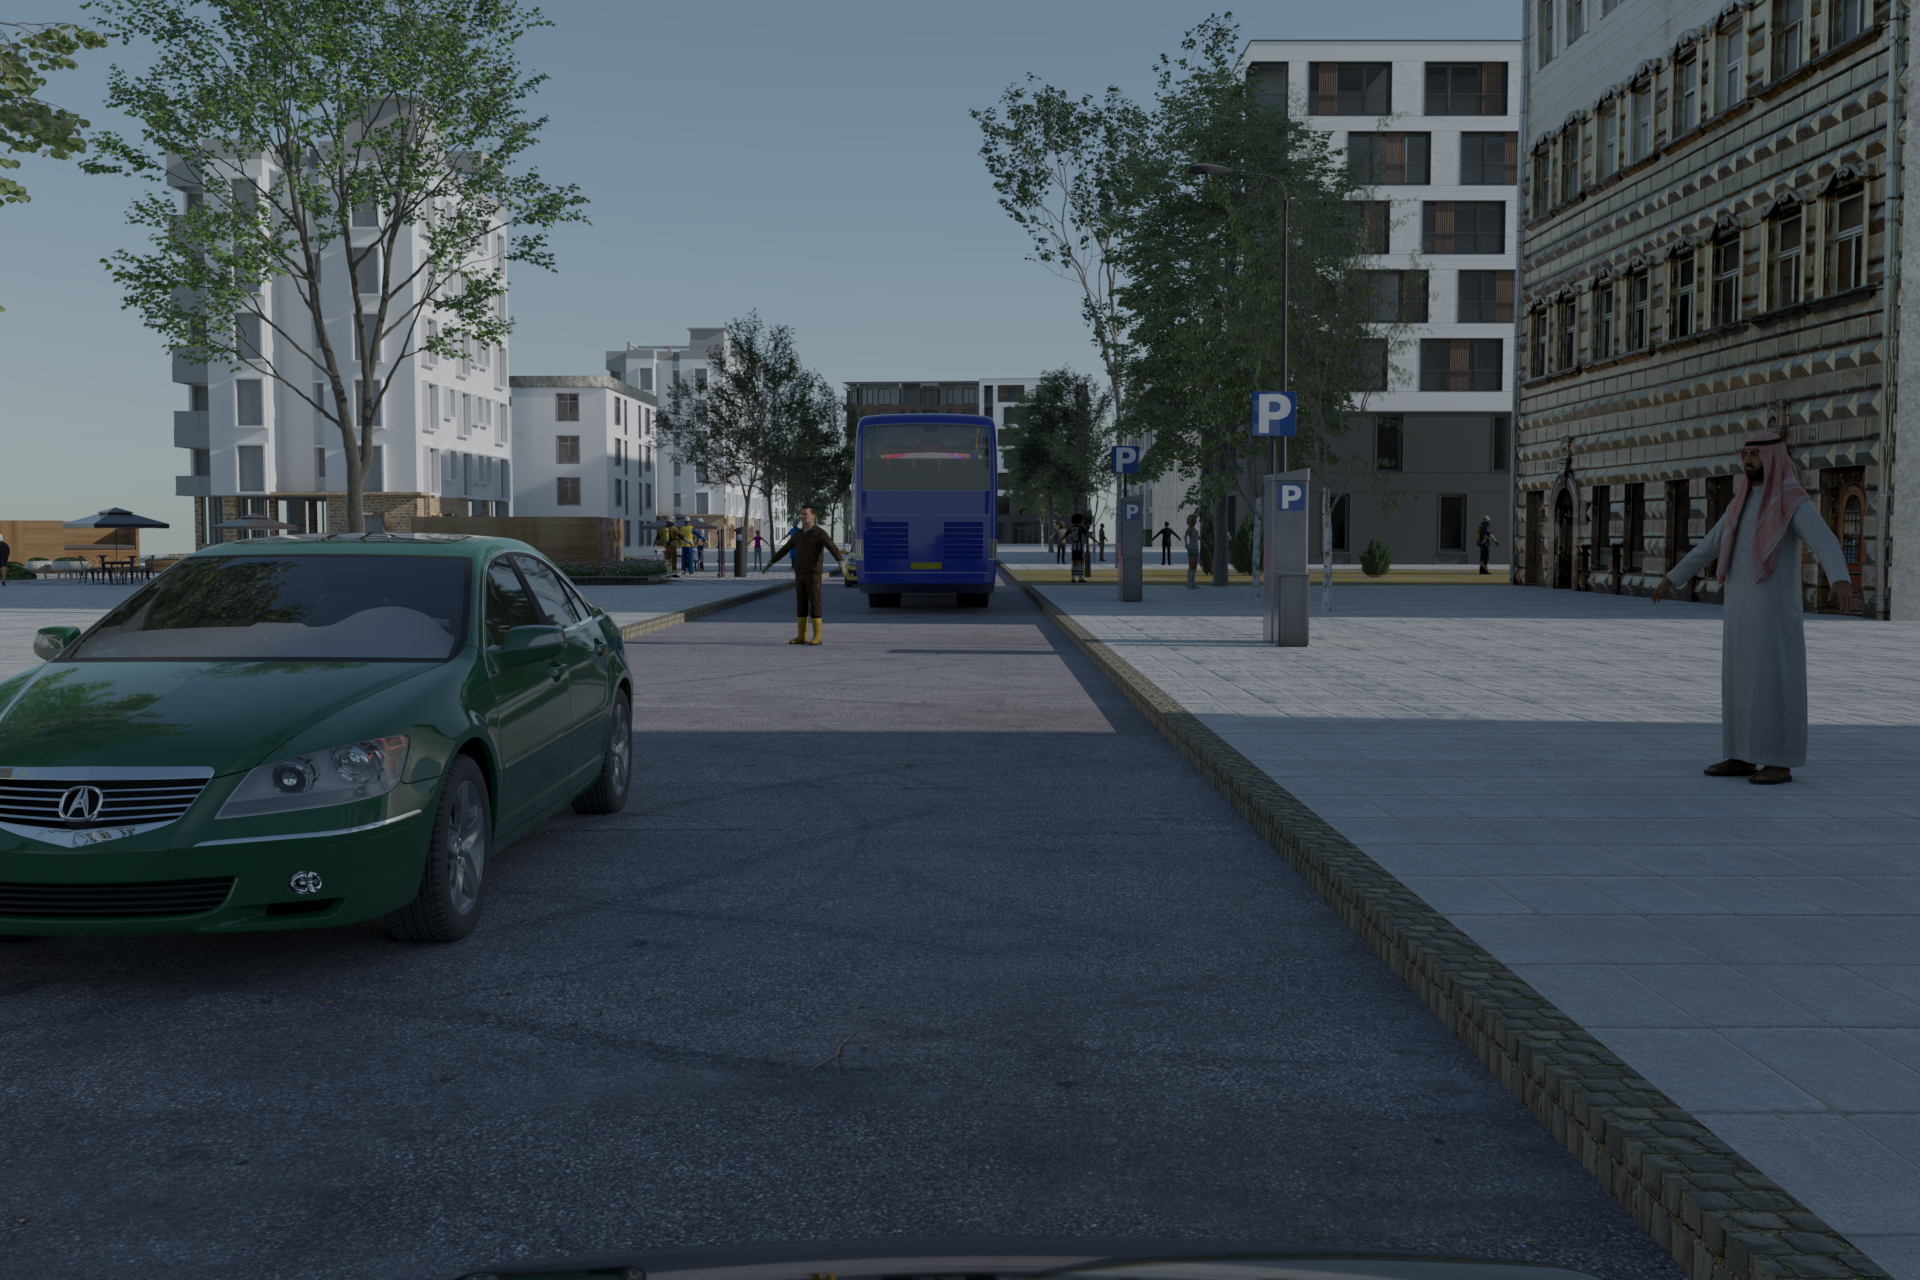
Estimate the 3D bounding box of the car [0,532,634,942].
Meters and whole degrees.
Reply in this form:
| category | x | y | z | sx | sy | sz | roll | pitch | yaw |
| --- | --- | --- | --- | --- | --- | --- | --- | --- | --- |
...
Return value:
| category | x | y | z | sx | sy | sz | roll | pitch | yaw |
| --- | --- | --- | --- | --- | --- | --- | --- | --- | --- |
| car | -2.648 | 0.257 | 7.588 | 2.131 | 1.459 | 4.920 | 0 | 3 | 0 |

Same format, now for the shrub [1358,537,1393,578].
| category | x | y | z | sx | sy | sz | roll | pitch | yaw |
| --- | --- | --- | --- | --- | --- | --- | --- | --- | --- |
| shrub | 12.285 | -2.451 | 51.183 | 1.383 | 1.207 | 1.383 | 0 | 3 | 0 |

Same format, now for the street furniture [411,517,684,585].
| category | x | y | z | sx | sy | sz | roll | pitch | yaw |
| --- | --- | --- | --- | --- | --- | --- | --- | --- | --- |
| street furniture | -10.646 | -2.354 | 45.339 | 11.010 | 1.723 | 9.812 | 0 | 4 | -4 |

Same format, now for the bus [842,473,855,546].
| category | x | y | z | sx | sy | sz | roll | pitch | yaw |
| --- | --- | --- | --- | --- | --- | --- | --- | --- | --- |
| bus | -2.393 | -4.382 | 63.199 | 2.896 | 3.916 | 12.251 | 0 | 4 | 0 |

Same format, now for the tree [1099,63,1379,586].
| category | x | y | z | sx | sy | sz | roll | pitch | yaw |
| --- | --- | --- | --- | --- | --- | --- | --- | --- | --- |
| tree | 6.768 | -7.606 | 42.492 | 7.486 | 12.596 | 7.792 | 0 | 3 | 0 |

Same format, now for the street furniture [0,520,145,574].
| category | x | y | z | sx | sy | sz | roll | pitch | yaw |
| --- | --- | --- | --- | --- | --- | --- | --- | --- | --- |
| street furniture | -32.022 | -3.218 | 59.462 | 11.010 | 1.723 | 9.812 | -2 | 4 | -35 |

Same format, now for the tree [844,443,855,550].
| category | x | y | z | sx | sy | sz | roll | pitch | yaw |
| --- | --- | --- | --- | --- | --- | --- | --- | --- | --- |
| tree | -9.242 | -11.640 | 140.674 | 4.360 | 8.622 | 3.978 | 0 | 3 | 0 |

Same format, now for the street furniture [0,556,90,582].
| category | x | y | z | sx | sy | sz | roll | pitch | yaw |
| --- | --- | --- | --- | --- | --- | --- | --- | --- | --- |
| street furniture | -29.782 | -2.041 | 49.002 | 10.072 | 0.657 | 5.734 | 1 | 4 | 20 |

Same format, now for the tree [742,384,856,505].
| category | x | y | z | sx | sy | sz | roll | pitch | yaw |
| --- | --- | --- | --- | --- | --- | --- | --- | --- | --- |
| tree | -9.371 | -10.431 | 104.961 | 7.601 | 10.594 | 8.767 | 1 | 4 | 22 |

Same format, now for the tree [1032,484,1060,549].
| category | x | y | z | sx | sy | sz | roll | pitch | yaw |
| --- | --- | --- | --- | --- | --- | --- | --- | --- | --- |
| tree | 7.166 | -12.117 | 148.468 | 4.737 | 8.622 | 4.395 | 0 | 3 | 0 |

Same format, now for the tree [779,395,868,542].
| category | x | y | z | sx | sy | sz | roll | pitch | yaw |
| --- | --- | --- | --- | --- | --- | --- | --- | --- | --- |
| tree | -8.592 | -10.999 | 114.246 | 8.767 | 10.594 | 7.601 | 1 | 4 | 11 |

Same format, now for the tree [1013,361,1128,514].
| category | x | y | z | sx | sy | sz | roll | pitch | yaw |
| --- | --- | --- | --- | --- | --- | --- | --- | --- | --- |
| tree | 6.095 | -9.798 | 94.605 | 7.601 | 10.594 | 8.767 | -3 | 4 | -37 |

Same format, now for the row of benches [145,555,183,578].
| category | x | y | z | sx | sy | sz | roll | pitch | yaw |
| --- | --- | --- | --- | --- | --- | --- | --- | --- | --- |
| row of benches | -21.742 | -2.177 | 51.054 | 4.104 | 0.672 | 1.422 | -1 | 4 | -21 |

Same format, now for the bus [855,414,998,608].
| category | x | y | z | sx | sy | sz | roll | pitch | yaw |
| --- | --- | --- | --- | --- | --- | --- | --- | --- | --- |
| bus | -0.624 | -2.756 | 36.606 | 2.896 | 3.916 | 12.251 | 0 | 4 | 0 |

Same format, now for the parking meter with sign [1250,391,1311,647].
| category | x | y | z | sx | sy | sz | roll | pitch | yaw |
| --- | --- | --- | --- | --- | --- | --- | --- | --- | --- |
| parking meter with sign | 3.818 | -1.477 | 20.407 | 0.543 | 3.016 | 1.738 | 0 | 4 | 1 |

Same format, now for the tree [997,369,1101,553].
| category | x | y | z | sx | sy | sz | roll | pitch | yaw |
| --- | --- | --- | --- | --- | --- | --- | --- | --- | --- |
| tree | 6.138 | -12.294 | 119.127 | 7.486 | 12.596 | 7.792 | 0 | 3 | 0 |

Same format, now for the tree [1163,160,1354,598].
| category | x | y | z | sx | sy | sz | roll | pitch | yaw |
| --- | --- | --- | --- | --- | --- | --- | --- | --- | --- |
| tree | 6.009 | -5.175 | 34.971 | 4.737 | 8.622 | 4.395 | 0 | 3 | 0 |

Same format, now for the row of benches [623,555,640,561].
| category | x | y | z | sx | sy | sz | roll | pitch | yaw |
| --- | --- | --- | --- | --- | --- | --- | --- | --- | --- |
| row of benches | -11.535 | -2.263 | 52.457 | 4.104 | 0.672 | 1.422 | 0 | 4 | 7 |

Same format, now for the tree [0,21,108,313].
| category | x | y | z | sx | sy | sz | roll | pitch | yaw |
| --- | --- | --- | --- | --- | --- | --- | --- | --- | --- |
| tree | -9.209 | -5.681 | 11.014 | 7.486 | 12.596 | 7.792 | 0 | 3 | 0 |

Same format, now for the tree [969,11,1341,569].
| category | x | y | z | sx | sy | sz | roll | pitch | yaw |
| --- | --- | --- | --- | --- | --- | --- | --- | --- | --- |
| tree | 7.047 | -12.667 | 62.987 | 12.611 | 20.169 | 13.585 | 0 | 3 | 0 |

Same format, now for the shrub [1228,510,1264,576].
| category | x | y | z | sx | sy | sz | roll | pitch | yaw |
| --- | --- | --- | --- | --- | --- | --- | --- | --- | --- |
| shrub | 9.067 | -3.009 | 53.612 | 1.690 | 2.028 | 1.600 | 0 | 3 | 0 |

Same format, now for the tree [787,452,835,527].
| category | x | y | z | sx | sy | sz | roll | pitch | yaw |
| --- | --- | --- | --- | --- | --- | --- | --- | --- | --- |
| tree | -21.453 | -20.293 | 238.451 | 9.857 | 13.997 | 8.962 | 0 | 3 | 0 |

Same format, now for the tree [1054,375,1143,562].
| category | x | y | z | sx | sy | sz | roll | pitch | yaw |
| --- | --- | --- | --- | --- | --- | --- | --- | --- | --- |
| tree | 6.167 | -7.913 | 79.748 | 4.360 | 8.622 | 3.978 | 0 | 3 | 0 |

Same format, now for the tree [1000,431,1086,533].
| category | x | y | z | sx | sy | sz | roll | pitch | yaw |
| --- | --- | --- | --- | --- | --- | --- | --- | --- | --- |
| tree | 6.617 | -12.152 | 133.099 | 7.601 | 10.594 | 8.767 | -1 | 4 | -10 |

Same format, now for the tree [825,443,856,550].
| category | x | y | z | sx | sy | sz | roll | pitch | yaw |
| --- | --- | --- | --- | --- | --- | --- | --- | --- | --- |
| tree | -8.374 | -10.759 | 126.274 | 4.737 | 8.622 | 4.395 | 0 | 3 | 0 |

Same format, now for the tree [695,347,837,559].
| category | x | y | z | sx | sy | sz | roll | pitch | yaw |
| --- | --- | --- | --- | --- | --- | --- | --- | --- | --- |
| tree | -9.456 | -9.176 | 84.435 | 7.601 | 10.594 | 8.767 | 0 | 4 | -1 |

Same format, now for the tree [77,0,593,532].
| category | x | y | z | sx | sy | sz | roll | pitch | yaw |
| --- | --- | --- | --- | --- | --- | --- | --- | --- | --- |
| tree | -9.598 | -6.214 | 27.349 | 9.928 | 11.665 | 9.643 | 0 | 3 | 0 |

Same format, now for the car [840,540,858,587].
| category | x | y | z | sx | sy | sz | roll | pitch | yaw |
| --- | --- | --- | --- | --- | --- | --- | --- | --- | --- |
| car | -2.270 | -2.303 | 47.885 | 2.015 | 1.641 | 3.980 | 0 | 3 | 0 |

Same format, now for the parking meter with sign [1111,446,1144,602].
| category | x | y | z | sx | sy | sz | roll | pitch | yaw |
| --- | --- | --- | --- | --- | --- | --- | --- | --- | --- |
| parking meter with sign | 3.270 | -2.275 | 33.456 | 0.543 | 3.016 | 1.738 | 0 | 4 | 0 |

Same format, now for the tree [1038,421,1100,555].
| category | x | y | z | sx | sy | sz | roll | pitch | yaw |
| --- | --- | --- | --- | --- | --- | --- | --- | --- | --- |
| tree | 6.593 | -9.621 | 107.666 | 4.737 | 8.622 | 4.395 | 0 | 3 | 0 |

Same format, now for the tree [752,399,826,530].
| category | x | y | z | sx | sy | sz | roll | pitch | yaw |
| --- | --- | --- | --- | --- | --- | --- | --- | --- | --- |
| tree | -8.875 | -8.735 | 93.185 | 4.360 | 8.622 | 3.978 | 0 | 3 | 0 |

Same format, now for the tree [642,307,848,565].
| category | x | y | z | sx | sy | sz | roll | pitch | yaw |
| --- | --- | --- | --- | --- | --- | --- | --- | --- | --- |
| tree | -8.998 | -8.411 | 71.925 | 8.767 | 10.594 | 7.601 | -1 | 4 | -9 |
